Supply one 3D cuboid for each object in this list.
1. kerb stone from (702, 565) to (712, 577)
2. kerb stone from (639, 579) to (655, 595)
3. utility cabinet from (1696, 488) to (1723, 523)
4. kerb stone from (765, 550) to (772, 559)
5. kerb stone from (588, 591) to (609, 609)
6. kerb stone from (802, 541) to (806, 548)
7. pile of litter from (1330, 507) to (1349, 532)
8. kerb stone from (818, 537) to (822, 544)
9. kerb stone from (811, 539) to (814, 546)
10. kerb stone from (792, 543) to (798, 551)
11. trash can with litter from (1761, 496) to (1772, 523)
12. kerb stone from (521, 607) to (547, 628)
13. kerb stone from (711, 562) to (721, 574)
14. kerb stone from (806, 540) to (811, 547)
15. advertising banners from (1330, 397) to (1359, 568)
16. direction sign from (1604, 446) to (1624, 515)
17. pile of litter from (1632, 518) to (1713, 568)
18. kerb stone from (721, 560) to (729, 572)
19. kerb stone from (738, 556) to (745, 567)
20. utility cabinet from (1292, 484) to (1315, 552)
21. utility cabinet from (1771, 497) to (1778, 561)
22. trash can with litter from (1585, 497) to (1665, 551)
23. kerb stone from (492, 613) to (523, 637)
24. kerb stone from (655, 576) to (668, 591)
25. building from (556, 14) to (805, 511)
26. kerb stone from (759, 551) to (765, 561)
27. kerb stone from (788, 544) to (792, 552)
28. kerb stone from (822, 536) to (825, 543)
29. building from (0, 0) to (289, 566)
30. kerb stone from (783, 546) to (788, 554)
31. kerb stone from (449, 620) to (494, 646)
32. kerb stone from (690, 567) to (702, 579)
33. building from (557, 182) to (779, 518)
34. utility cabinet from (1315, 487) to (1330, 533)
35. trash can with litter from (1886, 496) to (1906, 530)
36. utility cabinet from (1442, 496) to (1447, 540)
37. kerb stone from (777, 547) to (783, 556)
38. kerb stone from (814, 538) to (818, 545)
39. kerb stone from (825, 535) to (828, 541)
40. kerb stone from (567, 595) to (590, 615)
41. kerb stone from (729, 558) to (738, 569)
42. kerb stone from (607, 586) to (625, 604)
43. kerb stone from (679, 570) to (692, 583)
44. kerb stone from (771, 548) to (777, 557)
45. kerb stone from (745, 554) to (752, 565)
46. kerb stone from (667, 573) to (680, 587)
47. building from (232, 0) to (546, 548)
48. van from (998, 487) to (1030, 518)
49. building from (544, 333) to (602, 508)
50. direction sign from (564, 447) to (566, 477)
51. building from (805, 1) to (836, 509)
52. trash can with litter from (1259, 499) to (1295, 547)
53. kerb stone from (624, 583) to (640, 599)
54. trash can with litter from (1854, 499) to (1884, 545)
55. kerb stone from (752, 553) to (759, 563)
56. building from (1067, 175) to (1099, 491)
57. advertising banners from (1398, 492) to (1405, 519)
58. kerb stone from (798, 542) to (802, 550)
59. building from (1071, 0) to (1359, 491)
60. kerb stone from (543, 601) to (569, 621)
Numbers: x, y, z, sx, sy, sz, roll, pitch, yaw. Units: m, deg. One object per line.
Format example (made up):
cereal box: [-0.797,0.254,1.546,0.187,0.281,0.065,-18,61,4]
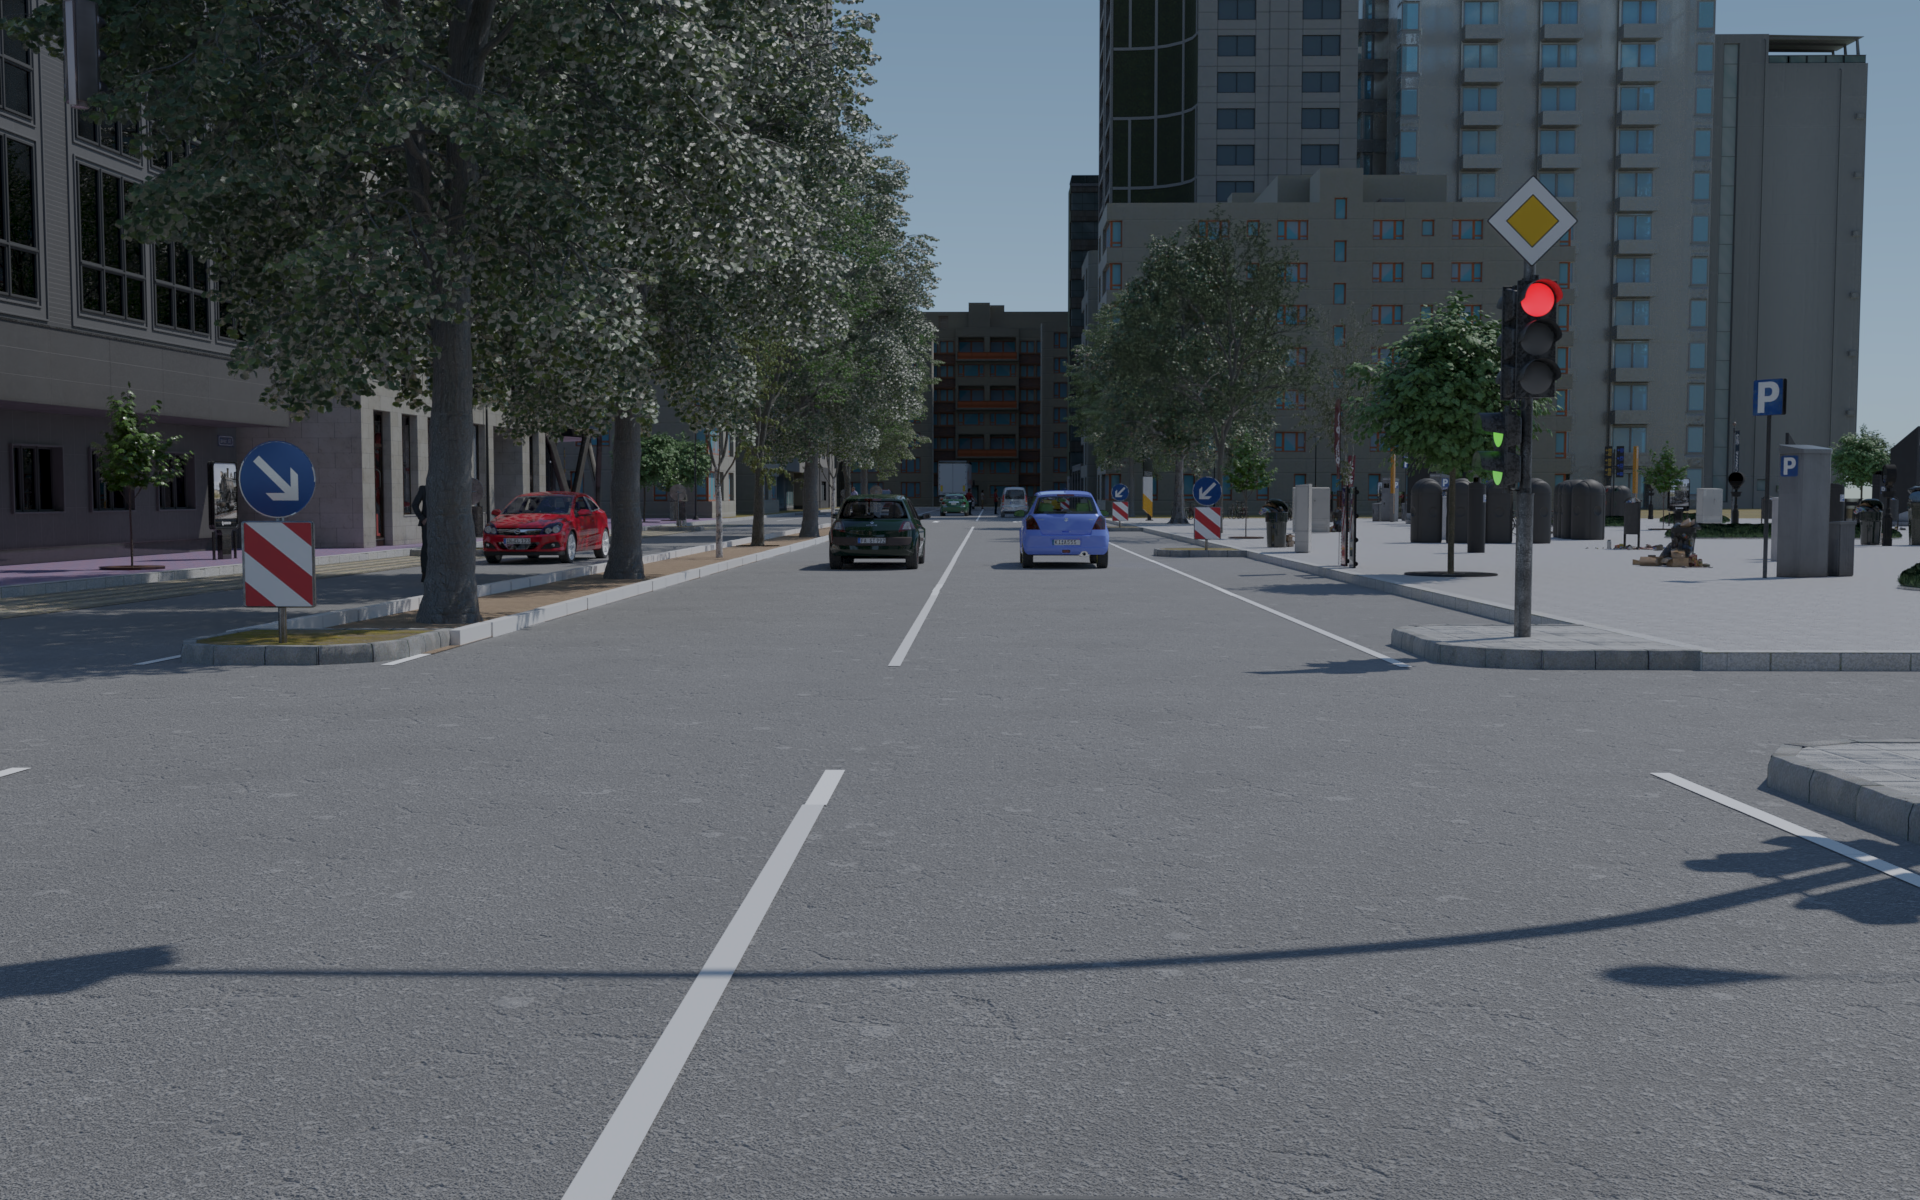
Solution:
kerb stone: [-4.495,-0.484,30.127,0.120,0.150,1.000,0,4,1]
kerb stone: [-4.602,-0.171,24.997,0.120,0.150,1.000,0,4,1]
utility cabinet: [28.386,-3.480,65.577,1.173,1.500,0.318,-2,4,-32]
kerb stone: [-4.349,-0.981,38.318,0.120,0.150,1.000,0,4,1]
kerb stone: [-4.653,0.016,21.931,0.120,0.150,1.000,0,4,1]
kerb stone: [-4.219,-1.424,45.483,0.120,0.150,1.000,0,4,1]
pile of litter: [12.582,-2.721,58.449,1.719,0.858,1.176,-1,4,-15]
kerb stone: [-4.137,-1.676,49.593,0.120,0.150,1.000,0,4,1]
kerb stone: [-4.183,-1.545,47.547,0.120,0.150,1.000,0,4,1]
kerb stone: [-4.250,-1.295,43.436,0.120,0.150,1.000,0,4,1]
trash can with litter: [30.337,-3.337,65.621,1.678,1.210,2.233,-2,4,-26]
kerb stone: [-4.709,0.209,18.852,0.120,0.150,1.000,0,4,1]
kerb stone: [-4.486,-0.548,31.150,0.120,0.150,1.000,0,4,1]
kerb stone: [-4.194,-1.486,46.517,0.120,0.150,1.000,0,4,1]
advertising banners: [6.853,-2.116,30.784,0.090,3.025,2.074,0,4,2]
direction sign: [30.849,-5.488,81.725,0.876,3.537,0.379,2,4,34]
pile of litter: [12.662,-1.028,30.780,1.176,0.858,1.719,0,4,3]
kerb stone: [-4.465,-0.610,32.172,0.120,0.150,1.000,0,4,1]
kerb stone: [-4.432,-0.736,34.223,0.120,0.150,1.000,0,4,1]
utility cabinet: [7.557,-1.803,38.166,0.318,1.500,1.173,1,4,14]
utility cabinet: [15.996,-1.350,33.236,1.020,1.237,0.306,-2,4,-33]
trash can with litter: [15.641,-1.763,39.887,1.678,1.210,2.233,-1,4,-16]
kerb stone: [-4.723,0.267,17.829,0.120,0.150,1.000,0,4,1]
kerb stone: [-4.575,-0.235,26.030,0.120,0.150,1.000,0,4,1]
building: [-23.328,-30.973,130.111,21.300,48.544,21.600,0,4,1]
kerb stone: [-4.369,-0.923,37.296,0.120,0.150,1.000,0,4,1]
kerb stone: [-4.283,-1.231,42.411,0.120,0.150,1.000,0,4,1]
kerb stone: [-4.129,-1.736,50.616,0.120,0.150,1.000,0,4,1]
building: [-22.504,-14.328,27.766,14.314,27.812,24.014,0,4,1]
kerb stone: [-4.296,-1.174,41.384,0.120,0.150,1.000,0,4,1]
kerb stone: [-4.756,0.330,16.808,0.120,0.150,1.000,0,4,1]
kerb stone: [-4.529,-0.423,29.105,0.120,0.150,1.000,0,4,1]
building: [-26.682,-15.948,105.791,27.650,21.520,28.899,0,4,1]
utility cabinet: [11.486,-2.934,56.653,1.173,1.500,0.318,0,4,4]
trash can with litter: [32.619,-3.086,61.517,2.233,1.210,1.678,0,4,2]
utility cabinet: [13.833,-2.304,48.835,1.020,1.237,0.306,-1,4,-21]
kerb stone: [-4.314,-1.110,40.362,0.120,0.150,1.000,0,4,1]
kerb stone: [-4.167,-1.607,48.569,0.120,0.150,1.000,0,4,1]
kerb stone: [-4.108,-1.801,51.645,0.120,0.150,1.000,0,4,1]
kerb stone: [-4.679,0.079,20.905,0.120,0.150,1.000,0,4,1]
kerb stone: [-4.441,-0.673,33.200,0.120,0.150,1.000,0,4,1]
kerb stone: [-4.636,-0.046,22.953,0.120,0.150,1.000,0,4,1]
kerb stone: [-4.540,-0.360,28.080,0.120,0.150,1.000,0,4,1]
kerb stone: [-4.331,-1.048,39.340,0.120,0.150,1.000,0,4,1]
kerb stone: [-4.406,-0.795,35.245,0.120,0.150,1.000,0,4,1]
kerb stone: [-4.557,-0.297,27.057,0.120,0.150,1.000,0,4,1]
building: [-19.118,-11.868,48.787,10.420,20.320,16.860,0,4,1]
van: [3.324,-6.080,106.411,2.013,2.044,4.112,0,4,1]
building: [-22.565,-12.133,65.830,16.820,18.784,16.811,0,4,1]
direction sign: [-19.232,-5.649,84.360,0.379,3.537,0.876,-1,4,-9]
building: [-22.485,-43.893,155.895,20.611,71.187,20.563,0,4,1]
trash can with litter: [7.679,-1.859,41.778,0.624,1.170,1.055,2,4,32]
kerb stone: [-4.620,-0.109,23.975,0.120,0.150,1.000,0,4,1]
trash can with litter: [22.929,-1.971,43.617,0.624,1.170,1.055,3,4,36]
kerb stone: [-4.398,-0.858,36.267,0.120,0.150,1.000,0,4,1]
building: [16.832,-23.699,159.177,14.160,30.474,14.107,0,4,1]
advertising banners: [23.248,-5.646,88.501,2.074,3.025,0.090,2,4,26]
kerb stone: [-4.236,-1.362,44.461,0.120,0.150,1.000,0,4,1]
building: [19.911,-42.954,140.548,20.563,71.187,20.611,0,4,1]
kerb stone: [-4.695,0.142,19.874,0.120,0.150,1.000,0,4,1]
